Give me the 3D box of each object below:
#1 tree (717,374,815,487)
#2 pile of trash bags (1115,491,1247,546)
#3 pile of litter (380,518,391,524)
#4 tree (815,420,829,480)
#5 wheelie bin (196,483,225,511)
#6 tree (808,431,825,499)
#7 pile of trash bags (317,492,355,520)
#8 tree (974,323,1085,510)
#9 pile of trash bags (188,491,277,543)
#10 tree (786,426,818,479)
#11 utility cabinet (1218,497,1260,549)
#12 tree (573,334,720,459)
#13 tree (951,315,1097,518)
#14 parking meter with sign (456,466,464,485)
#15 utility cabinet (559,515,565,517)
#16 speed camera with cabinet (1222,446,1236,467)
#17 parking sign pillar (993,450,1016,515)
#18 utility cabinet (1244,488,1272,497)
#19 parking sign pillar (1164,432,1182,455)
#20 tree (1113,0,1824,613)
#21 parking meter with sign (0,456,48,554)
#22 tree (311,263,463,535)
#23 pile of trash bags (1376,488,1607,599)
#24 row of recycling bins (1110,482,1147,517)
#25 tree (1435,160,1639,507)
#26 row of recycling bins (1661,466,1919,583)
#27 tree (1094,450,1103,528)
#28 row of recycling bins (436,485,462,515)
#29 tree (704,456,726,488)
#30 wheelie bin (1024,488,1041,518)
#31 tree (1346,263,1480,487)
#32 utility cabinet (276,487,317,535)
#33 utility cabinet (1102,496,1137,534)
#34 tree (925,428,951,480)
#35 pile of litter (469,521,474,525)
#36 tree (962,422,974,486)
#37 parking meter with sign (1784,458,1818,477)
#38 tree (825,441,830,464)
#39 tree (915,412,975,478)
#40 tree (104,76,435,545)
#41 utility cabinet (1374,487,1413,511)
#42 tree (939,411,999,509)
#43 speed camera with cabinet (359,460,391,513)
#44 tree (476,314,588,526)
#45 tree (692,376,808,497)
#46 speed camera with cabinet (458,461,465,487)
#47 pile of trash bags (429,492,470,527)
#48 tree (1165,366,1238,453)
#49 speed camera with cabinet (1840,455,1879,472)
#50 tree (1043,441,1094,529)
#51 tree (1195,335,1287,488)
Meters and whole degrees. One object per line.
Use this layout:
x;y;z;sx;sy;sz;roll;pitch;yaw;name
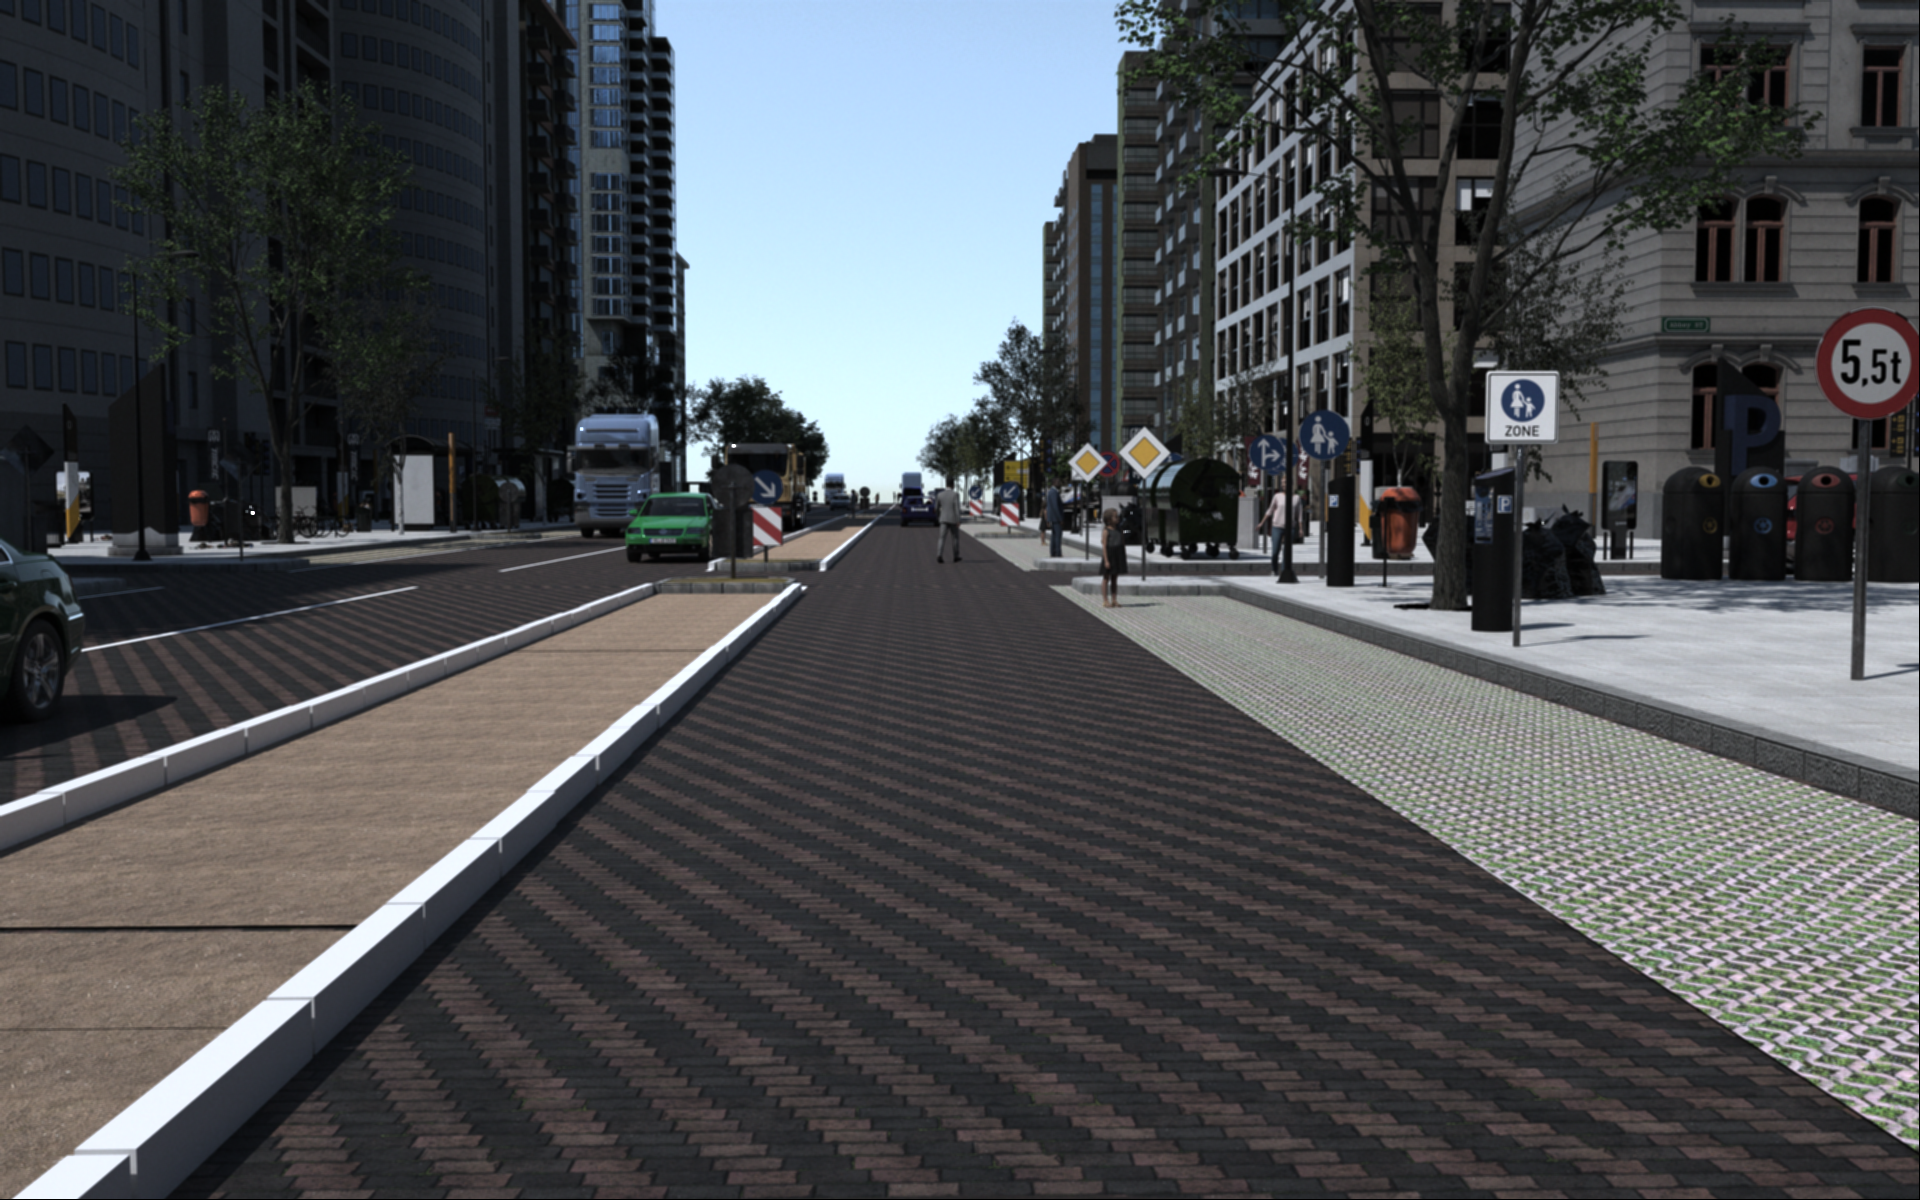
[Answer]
-21.222;-16.870;182.471;9.857;13.997;8.962;0;3;0;tree
5.508;-2.072;43.630;3.447;1.369;1.912;1;4;11;pile of trash bags
-24.537;-3.790;75.931;1.719;0.858;1.176;-1;4;-13;pile of litter
-23.844;-21.364;255.953;9.857;13.997;8.962;0;3;0;tree
-22.007;-2.618;50.710;0.693;1.594;0.980;2;4;30;wheelie bin
-22.123;-17.015;203.945;9.928;11.665;9.643;0;3;0;tree
-31.179;-4.691;86.451;1.912;1.369;3.447;-2;4;-24;pile of trash bags
3.503;-7.553;73.857;4.360;8.622;3.978;0;3;0;tree
-19.958;-2.271;46.886;1.912;1.369;3.447;0;4;0;pile of trash bags
-22.699;-18.384;234.986;7.601;10.594;8.767;-1;4;-15;tree
6.477;-1.793;40.481;1.020;1.237;0.306;3;4;36;utility cabinet
-18.149;-10.155;100.447;8.767;10.594;7.601;-1;4;-11;tree
3.651;-9.575;90.957;7.601;10.594;8.767;0;4;3;tree
-30.931;-6.761;106.810;0.543;3.016;1.738;0;4;3;parking meter with sign
-22.014;-5.199;93.683;1.173;1.500;0.318;-2;4;-26;utility cabinet
10.923;-4.746;71.927;0.660;3.252;2.038;-1;4;-17;speed camera with cabinet
2.785;-7.221;106.533;1.447;3.967;1.447;0;4;2;parking sign pillar
10.795;-3.320;62.959;0.318;1.500;1.173;-3;5;-43;utility cabinet
8.937;-5.296;75.063;1.447;3.967;1.447;-1;4;-10;parking sign pillar
5.344;-5.687;18.742;9.928;11.665;9.643;0;3;0;tree
-19.101;-2.342;34.553;0.543;3.016;1.738;1;4;19;parking meter with sign
-17.909;-6.369;54.498;4.360;8.622;3.978;0;3;0;tree
6.795;-0.799;22.817;1.912;1.369;3.447;-2;4;-31;pile of trash bags
6.644;-3.114;58.028;3.534;1.692;1.069;-2;4;-28;row of recycling bins
12.612;-5.375;38.241;4.360;8.622;3.978;0;3;0;tree
12.331;-1.139;25.744;3.534;1.692;1.069;1;4;17;row of recycling bins
4.666;-4.410;66.701;1.663;3.219;1.824;0;3;0;tree
-23.371;-4.574;81.890;3.534;1.692;1.069;-2;4;-33;row of recycling bins
-19.705;-9.878;145.212;4.285;4.588;4.351;0;3;0;tree
3.906;-5.188;92.735;0.980;1.594;0.693;1;4;9;wheelie bin
14.129;-6.403;55.044;4.737;8.622;4.395;0;3;0;tree
-20.638;-2.763;53.858;1.173;1.500;0.318;-1;4;-22;utility cabinet
4.614;-2.384;50.133;1.020;1.237;0.306;2;4;34;utility cabinet
0.793;-16.109;197.787;7.601;10.594;8.767;1;4;16;tree
-21.073;-3.604;72.896;1.719;0.858;1.176;3;5;42;pile of litter
2.412;-10.446;121.158;4.360;8.622;3.978;0;3;0;tree
17.740;-2.470;36.650;1.738;3.016;0.543;0;4;6;parking meter with sign
-23.688;-20.936;268.057;9.928;11.665;9.643;0;3;0;tree
-1.614;-21.224;257.380;12.009;13.543;11.850;0;3;0;tree
-17.358;-7.237;44.087;9.928;11.665;9.643;0;3;0;tree
12.864;-2.616;51.446;0.318;1.500;1.173;-3;4;-38;utility cabinet
1.220;-12.471;154.260;4.737;8.622;4.395;0;3;0;tree
-31.018;-5.983;92.165;0.660;3.252;2.038;3;5;40;speed camera with cabinet
-17.141;-7.341;70.382;4.737;8.622;4.395;0;3;0;tree
-20.326;-13.926;153.451;9.928;11.665;9.643;0;3;0;tree
-29.421;-6.784;105.251;2.038;3.252;0.660;-2;4;-31;speed camera with cabinet
-20.918;-3.666;69.691;1.912;1.369;3.447;-2;4;-25;pile of trash bags
13.567;-9.086;98.920;4.737;8.622;4.395;0;3;0;tree
22.199;-2.882;41.455;2.038;3.252;0.660;0;4;1;speed camera with cabinet
3.783;-4.156;62.555;1.663;3.219;1.824;0;3;0;tree
12.966;-7.897;79.476;4.360;8.622;3.978;0;3;0;tree
